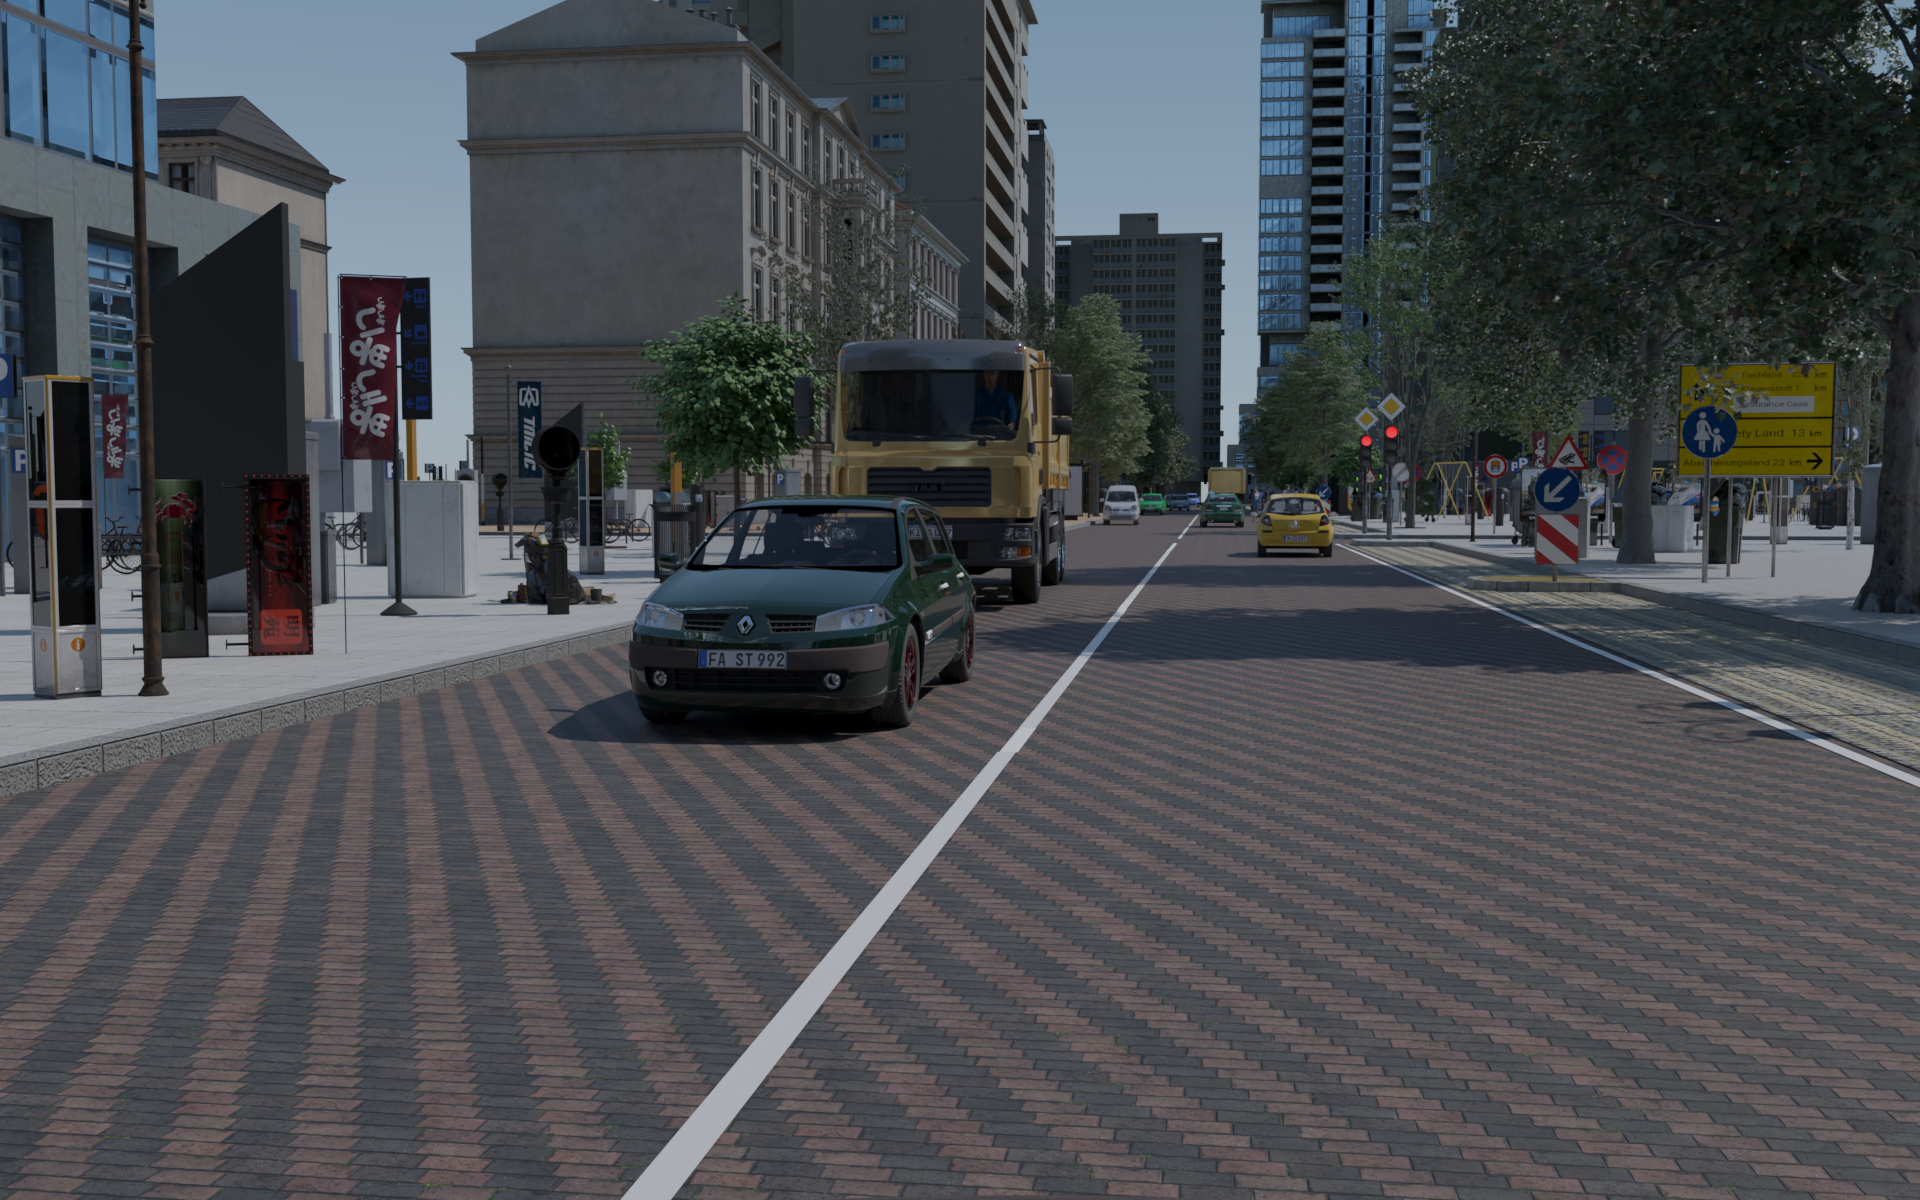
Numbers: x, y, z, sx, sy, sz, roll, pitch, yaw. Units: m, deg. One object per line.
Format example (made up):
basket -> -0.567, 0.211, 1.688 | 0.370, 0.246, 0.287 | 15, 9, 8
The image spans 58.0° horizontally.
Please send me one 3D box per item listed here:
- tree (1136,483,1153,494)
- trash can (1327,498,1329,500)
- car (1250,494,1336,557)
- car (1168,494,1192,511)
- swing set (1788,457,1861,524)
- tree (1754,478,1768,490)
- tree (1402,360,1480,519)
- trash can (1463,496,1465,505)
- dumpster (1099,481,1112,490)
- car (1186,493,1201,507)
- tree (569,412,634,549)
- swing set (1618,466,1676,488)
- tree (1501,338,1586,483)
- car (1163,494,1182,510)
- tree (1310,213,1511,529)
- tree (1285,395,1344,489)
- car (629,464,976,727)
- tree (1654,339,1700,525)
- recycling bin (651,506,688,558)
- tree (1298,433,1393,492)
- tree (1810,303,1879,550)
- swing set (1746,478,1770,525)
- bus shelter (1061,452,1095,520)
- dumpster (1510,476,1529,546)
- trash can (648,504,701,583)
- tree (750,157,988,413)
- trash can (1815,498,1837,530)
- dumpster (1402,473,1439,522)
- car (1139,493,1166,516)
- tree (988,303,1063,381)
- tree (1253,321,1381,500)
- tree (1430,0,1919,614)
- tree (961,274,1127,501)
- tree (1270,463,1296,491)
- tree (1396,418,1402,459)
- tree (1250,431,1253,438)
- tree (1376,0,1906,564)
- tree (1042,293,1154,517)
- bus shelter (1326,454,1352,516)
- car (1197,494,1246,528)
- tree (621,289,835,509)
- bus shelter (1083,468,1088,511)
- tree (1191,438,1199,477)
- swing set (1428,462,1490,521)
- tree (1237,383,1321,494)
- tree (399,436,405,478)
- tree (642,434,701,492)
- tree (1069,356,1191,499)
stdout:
tree -> 20.695, -14.532, 187.964 | 4.360, 8.622, 3.978 | 0, 3, 0
trash can -> 26.370, -6.948, 125.252 | 0.748, 1.137, 0.748 | 0, 3, 0
car -> 7.852, -1.868, 40.760 | 2.015, 1.641, 3.980 | 1, 4, 10
car -> 18.802, -8.335, 148.274 | 2.014, 1.417, 4.499 | 0, 4, 7
swing set -> 37.493, -4.684, 74.198 | 2.862, 2.851, 3.119 | 1, 4, 10
tree -> 46.288, -9.018, 97.801 | 4.737, 8.622, 4.395 | 0, 3, 0
tree -> 25.488, -8.595, 90.887 | 4.360, 8.622, 3.978 | 0, 3, 0
trash can -> 33.436, -6.249, 113.828 | 0.748, 1.137, 0.748 | 0, 3, 0
dumpster -> 10.357, -7.403, 123.527 | 1.502, 2.255, 1.985 | 1, 4, 8
car -> 25.269, -10.967, 188.897 | 1.945, 1.707, 3.694 | 0, 4, 7
tree -> -8.517, -2.824, 40.778 | 1.663, 3.219, 1.824 | 0, 3, 0
swing set -> 41.548, -6.589, 105.349 | 3.119, 2.851, 2.862 | -1, 4, -19
tree -> 25.441, -7.617, 74.900 | 4.737, 8.622, 4.395 | 0, 3, 0
car -> 19.174, -8.877, 156.937 | 2.131, 1.459, 4.920 | 1, 4, 9
tree -> 16.795, -8.466, 64.167 | 9.928, 11.665, 9.643 | 0, 3, 0
tree -> 25.214, -10.464, 121.441 | 4.737, 8.622, 4.395 | 0, 3, 0
car -> -0.952, -0.135, 12.001 | 2.009, 1.686, 4.222 | 1, 4, 8
tree -> 28.499, -7.119, 66.765 | 4.360, 8.622, 3.978 | 0, 3, 0
recycling bin -> -5.896, -1.382, 35.157 | 0.722, 1.027, 0.722 | -1, 4, -11
tree -> 21.117, -6.608, 91.761 | 4.285, 4.588, 4.351 | 0, 3, 0
tree -> 20.222, -5.458, 39.594 | 4.360, 8.622, 3.978 | 0, 3, 0
swing set -> 32.607, -4.645, 73.565 | 3.119, 2.851, 2.862 | 0, 4, 6
bus shelter -> 5.553, -5.669, 86.613 | 2.014, 3.302, 5.546 | 1, 4, 8
dumpster -> 14.537, -2.296, 43.296 | 1.264, 1.857, 1.865 | 1, 4, 8
trash can -> -4.136, -0.824, 25.129 | 0.748, 1.137, 0.748 | 0, 3, 0
tree -> -2.310, -5.308, 37.154 | 4.360, 8.622, 3.978 | 0, 3, 0
trash can -> 31.277, -3.116, 62.594 | 0.748, 1.137, 0.748 | 0, 3, 0
dumpster -> 20.968, -4.680, 79.005 | 1.502, 2.255, 1.985 | 1, 4, 8
car -> 12.918, -6.593, 116.590 | 1.959, 1.807, 4.718 | 1, 4, 9
tree -> 1.715, -7.082, 66.146 | 4.360, 8.622, 3.978 | 0, 3, 0
tree -> 23.894, -11.983, 114.047 | 7.486, 12.596, 7.792 | 0, 3, 0
tree -> 10.230, -6.207, 18.485 | 9.611, 12.733, 9.660 | 0, 3, 0
tree -> 3.667, -8.514, 73.619 | 7.601, 10.594, 8.767 | 2, 4, 32
tree -> 31.165, -10.823, 160.667 | 4.285, 4.588, 4.351 | 0, 3, 0
tree -> 33.726, -10.727, 125.742 | 4.360, 8.622, 3.978 | 0, 3, 0
tree -> 28.929, -14.202, 150.325 | 7.486, 12.596, 7.792 | 0, 3, 0
tree -> 12.637, -7.647, 31.687 | 9.857, 13.997, 8.962 | 0, 3, 0
tree -> 7.369, -11.030, 98.464 | 7.486, 12.596, 7.792 | 0, 3, 0
bus shelter -> 22.889, -6.855, 103.358 | 1.731, 3.624, 6.357 | 1, 4, 8
car -> 11.437, -3.908, 75.693 | 2.131, 1.459, 4.920 | 0, 4, 6
tree -> -3.699, -2.701, 27.873 | 4.285, 4.588, 4.351 | 0, 3, 0
bus shelter -> 9.132, -8.276, 126.597 | 1.731, 3.624, 6.357 | 1, 4, 8
tree -> 18.288, -15.817, 175.609 | 9.611, 12.733, 9.660 | 0, 3, 0
swing set -> 24.067, -5.368, 85.395 | 2.862, 2.851, 3.119 | -1, 4, -13
tree -> 36.380, -17.642, 195.103 | 9.857, 13.997, 8.962 | 0, 3, 0
tree -> -15.970, -3.293, 48.440 | 1.663, 3.219, 1.824 | 0, 3, 0
tree -> -7.827, -3.302, 48.583 | 1.663, 3.219, 1.824 | 0, 3, 0
tree -> 13.136, -13.518, 138.031 | 9.611, 12.733, 9.660 | 0, 3, 0
